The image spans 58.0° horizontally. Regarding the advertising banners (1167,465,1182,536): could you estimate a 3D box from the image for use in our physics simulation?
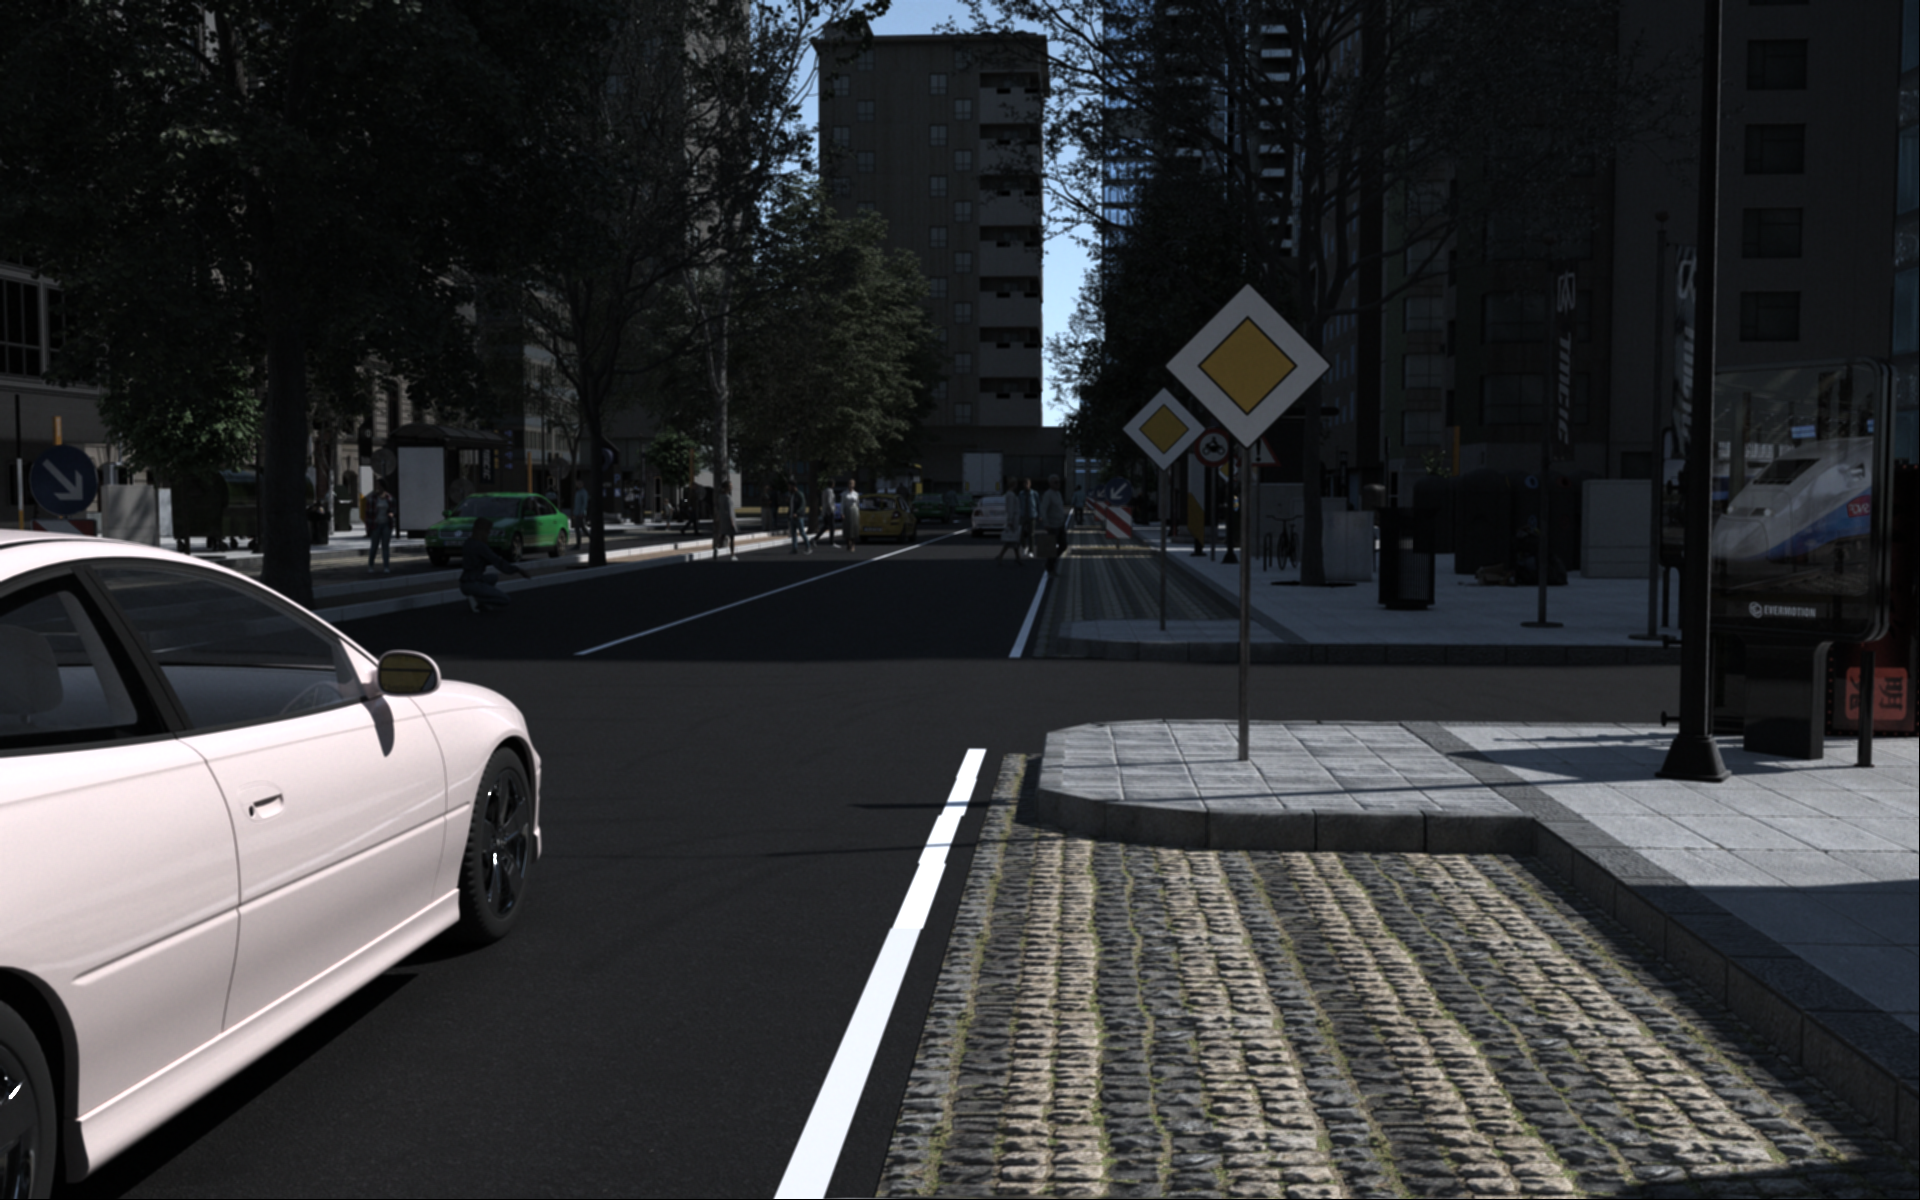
[{"bbox_3d":[6.110,-3.233,49.046,0.090,3.025,2.074,0,4,-6],"label":"advertising banners"}]

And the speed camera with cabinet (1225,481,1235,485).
[{"bbox_3d":[14.882,-5.876,90.408,2.038,3.252,0.660,1,4,17],"label":"speed camera with cabinet"}]

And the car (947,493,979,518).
[{"bbox_3d":[0.108,-5.798,103.597,1.959,1.807,4.718,0,4,3],"label":"car"}]

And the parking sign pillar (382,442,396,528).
[{"bbox_3d":[-21.192,-4.720,65.640,1.447,3.967,1.447,-1,4,-17],"label":"parking sign pillar"}]

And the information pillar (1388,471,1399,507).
[{"bbox_3d":[13.754,-3.089,54.999,0.304,2.012,0.304,0,4,5],"label":"information pillar"}]

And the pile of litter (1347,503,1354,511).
[{"bbox_3d":[18.986,-4.376,85.512,1.719,0.858,1.176,-3,5,-42],"label":"pile of litter"}]

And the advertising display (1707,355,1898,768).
[{"bbox_3d":[4.047,-0.199,8.463,0.123,1.923,0.974,-2,4,-30],"label":"advertising display"}]

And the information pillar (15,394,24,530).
[{"bbox_3d":[-22.083,-3.017,40.678,0.183,3.616,0.504,-2,4,-27],"label":"information pillar"}]

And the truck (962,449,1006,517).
[{"bbox_3d":[1.591,-7.631,113.686,2.839,4.237,11.283,0,4,2],"label":"truck"}]

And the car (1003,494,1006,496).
[{"bbox_3d":[3.502,-8.647,153.169,2.131,1.459,4.920,0,4,3],"label":"car"}]

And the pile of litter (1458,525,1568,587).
[{"bbox_3d":[7.835,-0.644,24.487,1.719,0.858,1.176,0,4,-3],"label":"pile of litter"}]

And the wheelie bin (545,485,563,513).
[{"bbox_3d":[-14.996,-3.413,63.715,0.693,1.594,0.980,-2,4,-27],"label":"wheelie bin"}]

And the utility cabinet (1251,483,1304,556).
[{"bbox_3d":[6.468,-1.646,35.590,1.173,1.500,0.318,1,4,12],"label":"utility cabinet"}]

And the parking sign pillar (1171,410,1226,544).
[{"bbox_3d":[6.210,-3.457,44.988,1.447,3.967,1.447,-1,4,-23],"label":"parking sign pillar"}]

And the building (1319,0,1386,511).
[{"bbox_3d":[28.247,-27.312,96.666,14.600,45.320,14.200,0,4,4],"label":"building"}]

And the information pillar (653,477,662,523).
[{"bbox_3d":[-13.334,-4.395,76.343,0.304,2.012,0.304,-1,4,-20],"label":"information pillar"}]

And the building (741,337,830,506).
[{"bbox_3d":[-29.555,-21.859,202.431,28.899,21.520,27.650,0,4,4],"label":"building"}]

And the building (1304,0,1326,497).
[{"bbox_3d":[32.323,-41.326,113.925,20.563,71.187,20.611,0,4,4],"label":"building"}]

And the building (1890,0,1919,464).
[{"bbox_3d":[66.832,-31.823,139.915,30.456,49.044,23.786,0,4,4],"label":"building"}]

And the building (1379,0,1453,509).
[{"bbox_3d":[27.274,-24.387,82.327,14.154,41.232,14.086,0,4,4],"label":"building"}]

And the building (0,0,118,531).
[{"bbox_3d":[-33.206,-15.146,41.148,14.314,27.812,24.014,0,4,4],"label":"building"}]

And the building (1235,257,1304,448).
[{"bbox_3d":[37.464,-18.032,139.857,27.650,21.520,28.899,0,4,4],"label":"building"}]

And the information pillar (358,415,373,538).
[{"bbox_3d":[-17.499,-3.651,51.051,0.183,3.616,0.504,2,4,27],"label":"information pillar"}]

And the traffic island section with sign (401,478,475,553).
[{"bbox_3d":[-12.377,-2.071,42.496,1.989,1.847,2.006,0,4,4],"label":"traffic island section with sign"}]

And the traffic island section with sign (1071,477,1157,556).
[{"bbox_3d":[3.615,-1.972,40.863,1.989,1.847,2.006,0,4,4],"label":"traffic island section with sign"}]

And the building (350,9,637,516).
[{"bbox_3d":[-37.182,-25.321,105.887,32.217,40.220,23.993,0,4,4],"label":"building"}]

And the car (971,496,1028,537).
[{"bbox_3d":[1.381,-2.840,58.799,2.083,1.381,4.827,0,4,3],"label":"car"}]

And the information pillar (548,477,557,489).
[{"bbox_3d":[-17.411,-4.254,74.041,0.304,2.012,0.304,1,4,13],"label":"information pillar"}]

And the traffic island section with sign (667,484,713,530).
[{"bbox_3d":[-10.548,-3.716,69.389,1.989,1.847,2.006,0,4,4],"label":"traffic island section with sign"}]

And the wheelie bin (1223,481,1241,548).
[{"bbox_3d":[6.655,-2.044,41.329,0.693,1.594,0.980,0,4,2],"label":"wheelie bin"}]

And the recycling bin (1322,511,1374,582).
[{"bbox_3d":[5.748,-0.801,25.647,0.722,1.027,0.722,1,4,16],"label":"recycling bin"}]

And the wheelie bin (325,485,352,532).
[{"bbox_3d":[-21.337,-3.148,59.381,0.693,1.594,0.980,2,4,29],"label":"wheelie bin"}]

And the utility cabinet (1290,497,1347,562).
[{"bbox_3d":[6.819,-1.332,32.937,1.020,1.237,0.306,0,4,6],"label":"utility cabinet"}]

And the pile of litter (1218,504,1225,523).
[{"bbox_3d":[11.538,-3.819,76.404,1.719,0.858,1.176,1,4,16],"label":"pile of litter"}]

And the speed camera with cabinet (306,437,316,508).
[{"bbox_3d":[-22.856,-4.028,60.198,0.660,3.252,2.038,-2,4,-29],"label":"speed camera with cabinet"}]

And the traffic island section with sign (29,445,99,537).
[{"bbox_3d":[-8.248,-0.522,16.674,2.006,1.907,1.989,0,4,4],"label":"traffic island section with sign"}]

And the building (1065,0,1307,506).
[{"bbox_3d":[27.548,-53.873,193.498,31.000,86.520,22.319,0,4,4],"label":"building"}]

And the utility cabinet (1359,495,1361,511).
[{"bbox_3d":[19.302,-4.333,82.012,1.020,1.237,0.306,-3,5,-41],"label":"utility cabinet"}]

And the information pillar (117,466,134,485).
[{"bbox_3d":[-21.809,-2.495,45.289,0.304,2.012,0.304,0,4,-2],"label":"information pillar"}]

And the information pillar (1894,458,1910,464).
[{"bbox_3d":[19.248,-1.901,35.573,0.304,2.012,0.304,-2,4,-30],"label":"information pillar"}]

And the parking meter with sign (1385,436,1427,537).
[{"bbox_3d":[13.717,-3.423,52.227,1.738,3.016,0.543,1,4,18],"label":"parking meter with sign"}]

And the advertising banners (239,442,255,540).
[{"bbox_3d":[-20.282,-3.253,49.381,0.090,3.025,2.074,-1,4,-8],"label":"advertising banners"}]

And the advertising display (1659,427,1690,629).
[{"bbox_3d":[6.932,-0.676,16.260,0.123,1.923,0.974,-1,4,-17],"label":"advertising display"}]

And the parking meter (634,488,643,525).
[{"bbox_3d":[-13.568,-3.955,73.075,0.372,1.533,0.369,0,3,0],"label":"parking meter"}]

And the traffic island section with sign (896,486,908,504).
[{"bbox_3d":[-3.142,-5.107,91.639,2.006,1.907,1.989,0,4,4],"label":"traffic island section with sign"}]

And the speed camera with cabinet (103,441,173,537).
[{"bbox_3d":[-24.148,-3.476,51.168,0.660,3.252,2.038,3,5,43],"label":"speed camera with cabinet"}]

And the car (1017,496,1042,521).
[{"bbox_3d":[3.696,-5.056,95.251,1.945,1.354,3.894,0,4,4],"label":"car"}]

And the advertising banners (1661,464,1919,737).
[{"bbox_3d":[4.798,-0.789,9.085,2.074,3.025,0.090,0,4,6],"label":"advertising banners"}]

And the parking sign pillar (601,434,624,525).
[{"bbox_3d":[-14.971,-5.191,73.348,1.447,3.967,1.447,2,4,35],"label":"parking sign pillar"}]

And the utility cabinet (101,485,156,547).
[{"bbox_3d":[-19.795,-1.991,41.226,0.318,1.500,1.173,2,4,34],"label":"utility cabinet"}]

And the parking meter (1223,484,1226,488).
[{"bbox_3d":[13.450,-4.983,87.181,0.399,1.863,0.255,2,4,35],"label":"parking meter"}]

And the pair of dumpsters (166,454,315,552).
[{"bbox_3d":[-16.622,-2.300,40.103,1.574,2.255,4.437,0,4,4],"label":"pair of dumpsters"}]

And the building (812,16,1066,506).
[{"bbox_3d":[-1.398,-37.352,199.935,27.495,52.752,28.713,0,4,4],"label":"building"}]

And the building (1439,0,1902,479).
[{"bbox_3d":[23.779,-17.588,59.264,14.160,30.474,14.107,0,4,4],"label":"building"}]

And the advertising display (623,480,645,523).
[{"bbox_3d":[-14.630,-4.439,77.798,0.974,1.923,0.123,0,4,2],"label":"advertising display"}]

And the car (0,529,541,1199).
[{"bbox_3d":[-2.459,0.502,4.158,2.083,1.381,4.827,0,4,3],"label":"car"}]

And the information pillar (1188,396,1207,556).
[{"bbox_3d":[4.874,-2.709,35.640,0.183,3.616,0.504,3,5,43],"label":"information pillar"}]

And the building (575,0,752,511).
[{"bbox_3d":[-32.664,-33.932,144.029,27.495,52.752,28.713,0,4,4],"label":"building"}]

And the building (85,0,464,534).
[{"bbox_3d":[-31.620,-15.378,70.517,14.460,24.649,34.723,0,4,4],"label":"building"}]

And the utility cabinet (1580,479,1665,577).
[{"bbox_3d":[10.105,-1.084,26.398,1.173,1.500,0.318,0,4,0],"label":"utility cabinet"}]
